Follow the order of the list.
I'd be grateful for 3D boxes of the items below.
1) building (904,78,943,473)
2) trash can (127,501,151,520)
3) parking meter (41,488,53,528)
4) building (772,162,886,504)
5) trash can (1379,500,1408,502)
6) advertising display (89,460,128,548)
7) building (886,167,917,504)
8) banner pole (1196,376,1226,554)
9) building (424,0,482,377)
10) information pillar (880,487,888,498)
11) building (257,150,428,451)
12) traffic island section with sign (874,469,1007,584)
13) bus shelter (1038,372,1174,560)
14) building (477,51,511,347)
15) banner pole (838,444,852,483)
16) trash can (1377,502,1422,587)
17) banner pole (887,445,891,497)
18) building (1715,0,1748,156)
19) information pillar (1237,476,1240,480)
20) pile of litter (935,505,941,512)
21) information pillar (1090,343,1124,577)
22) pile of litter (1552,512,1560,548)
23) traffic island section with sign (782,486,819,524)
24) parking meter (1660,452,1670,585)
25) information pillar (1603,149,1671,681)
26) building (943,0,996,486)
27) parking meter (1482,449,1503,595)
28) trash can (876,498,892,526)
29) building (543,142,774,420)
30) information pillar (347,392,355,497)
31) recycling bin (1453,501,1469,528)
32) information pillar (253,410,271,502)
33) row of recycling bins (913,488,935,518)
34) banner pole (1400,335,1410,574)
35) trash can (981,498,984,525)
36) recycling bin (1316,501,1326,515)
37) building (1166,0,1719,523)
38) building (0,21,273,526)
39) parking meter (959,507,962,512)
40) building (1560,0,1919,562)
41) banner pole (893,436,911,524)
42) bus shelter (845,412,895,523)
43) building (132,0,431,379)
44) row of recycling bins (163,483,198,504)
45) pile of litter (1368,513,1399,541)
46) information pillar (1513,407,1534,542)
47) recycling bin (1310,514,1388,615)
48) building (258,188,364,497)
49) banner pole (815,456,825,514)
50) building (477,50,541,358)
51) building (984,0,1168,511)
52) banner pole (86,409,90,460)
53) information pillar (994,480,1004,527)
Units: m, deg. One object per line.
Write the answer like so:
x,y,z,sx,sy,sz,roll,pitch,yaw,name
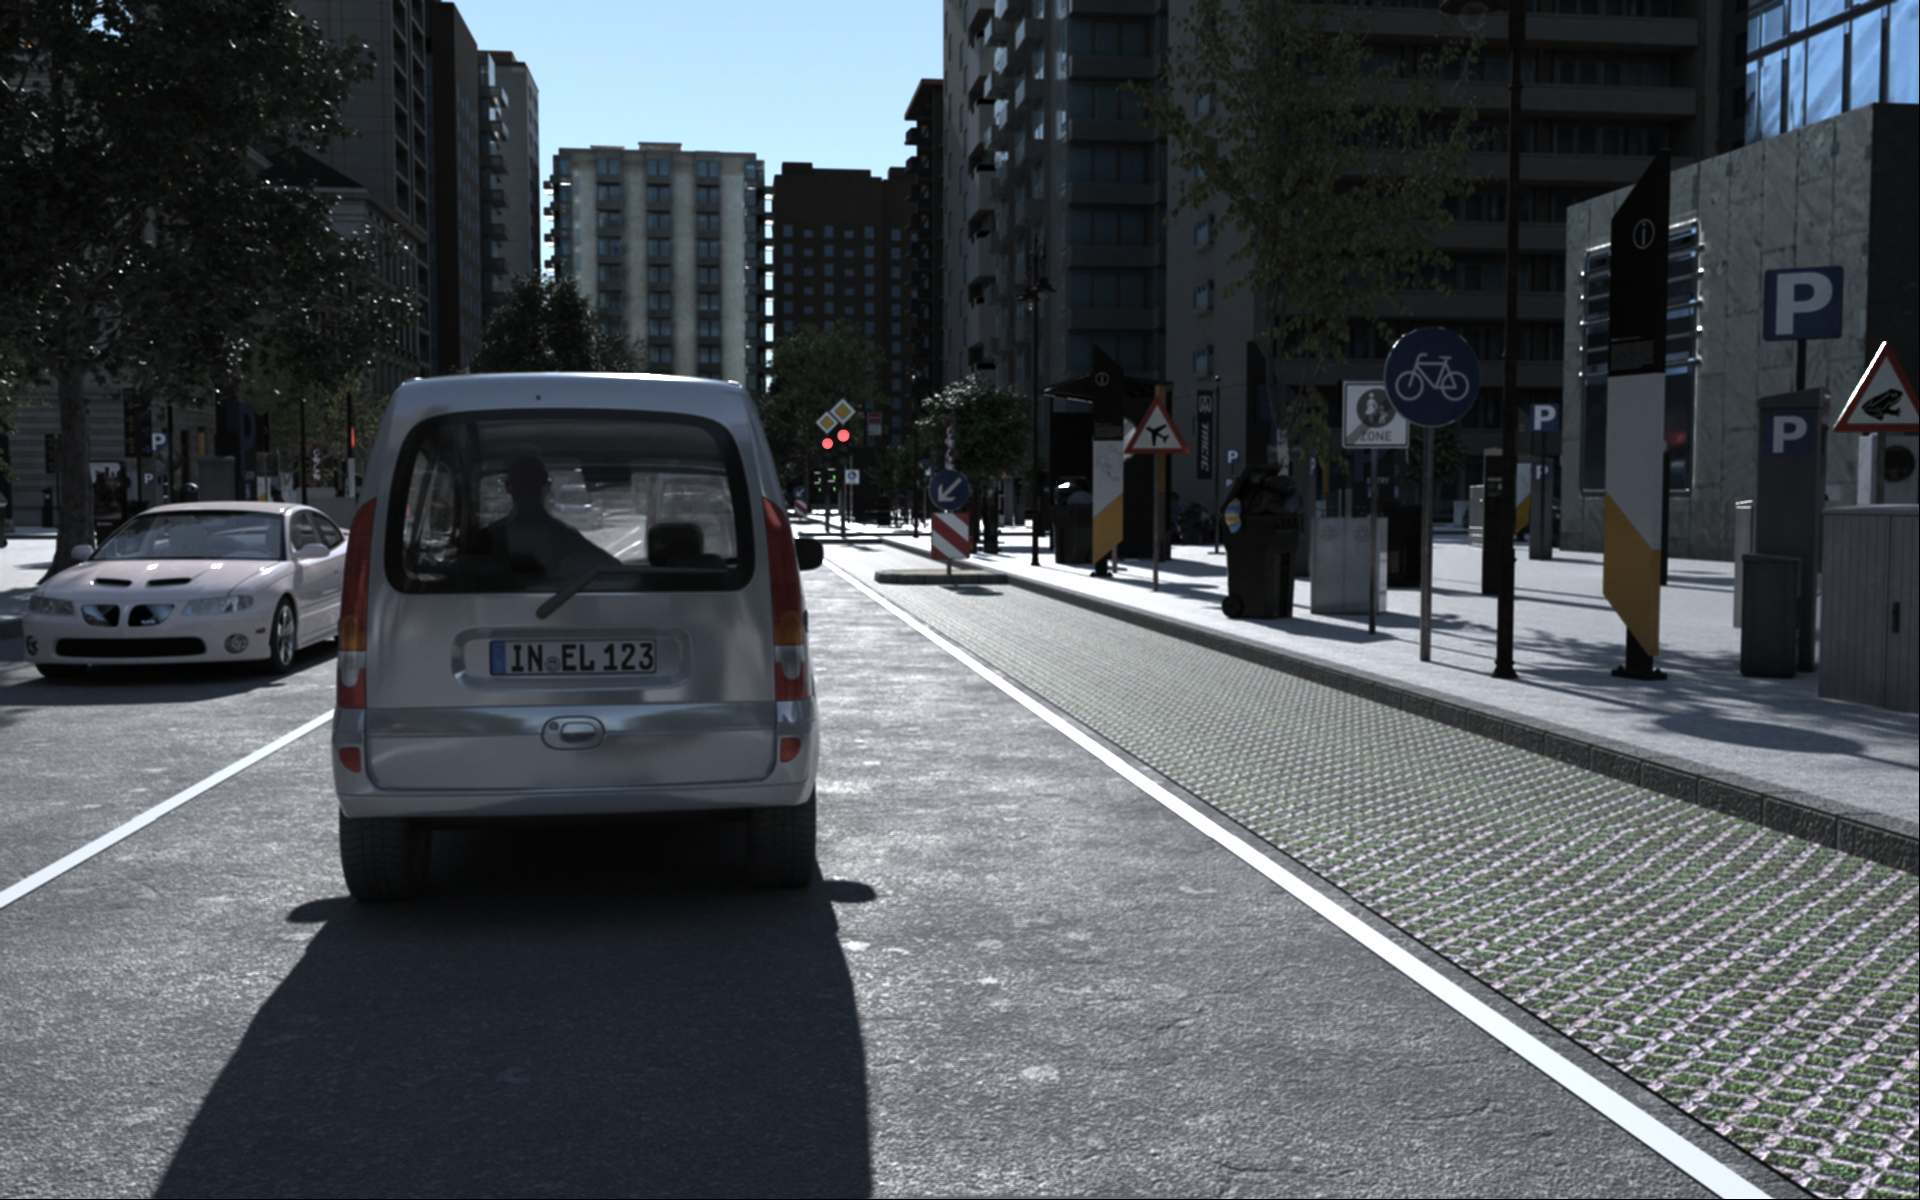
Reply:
5.743,-32.314,182.961,22.147,44.769,28.867,0,4,-8,building
-17.060,-1.470,35.683,0.748,1.137,0.748,0,3,0,trash can
-35.020,-3.549,66.435,0.372,1.533,0.369,0,3,0,parking meter
-18.321,-35.903,237.128,14.200,45.320,14.600,0,4,-8,building
10.891,-1.950,43.541,0.748,1.137,0.748,0,3,0,trash can
-16.330,-1.705,33.087,0.974,1.923,0.123,1,4,19,advertising display
-4.178,-36.117,240.618,14.200,45.320,14.600,0,4,-8,building
5.316,-2.863,36.825,0.863,3.779,0.401,-3,4,-38,banner pole
-51.120,-30.917,155.605,14.600,45.320,14.200,0,4,-8,building
-3.836,-5.053,87.115,0.304,2.012,0.304,2,4,35,information pillar
-43.447,-17.681,117.964,11.050,23.489,19.941,0,4,-8,building
-0.371,-1.200,28.242,1.989,1.847,2.006,0,4,-8,traffic island section with sign
2.946,-2.769,36.550,1.731,3.624,6.357,0,4,-8,bus shelter
-62.032,-34.068,176.622,30.456,49.044,23.786,0,4,-8,building
-5.706,-5.917,86.760,0.863,3.779,0.401,-1,4,-11,banner pole
6.150,-0.754,23.985,0.748,1.137,0.748,0,3,0,trash can
-3.438,-6.066,89.203,0.401,3.779,0.863,3,5,43,banner pole
50.521,-39.728,87.802,20.611,71.187,20.563,0,4,-8,building
11.153,-3.970,69.393,0.304,2.012,0.304,2,4,34,information pillar
-0.745,-4.183,82.355,1.176,0.858,1.719,2,4,34,pile of litter
2.284,-2.172,26.867,0.504,3.616,0.183,0,4,8,information pillar
14.595,-1.691,41.618,1.176,0.858,1.719,0,4,3,pile of litter
-7.854,-4.592,83.712,1.989,1.847,2.006,0,4,-8,traffic island section with sign
9.856,-1.152,24.541,0.255,1.863,0.399,0,4,3,parking meter
4.710,-1.266,12.056,0.183,3.616,0.504,-1,4,-21,information pillar
13.411,-34.581,154.646,28.713,52.752,27.495,0,4,-8,building
6.803,-1.000,22.069,0.255,1.863,0.399,1,4,15,parking meter
-3.101,-3.599,70.501,0.748,1.137,0.748,0,3,0,trash can
-41.060,-37.857,238.564,30.456,49.044,23.786,0,4,-8,building
-14.067,-2.978,40.043,0.183,3.616,0.504,-1,4,-12,information pillar
19.232,-3.269,66.002,0.722,1.027,0.722,2,4,26,recycling bin
-19.574,-3.497,48.533,0.504,3.616,0.183,-2,4,-26,information pillar
-1.965,-5.263,93.162,1.069,1.692,3.534,0,4,6,row of recycling bins
6.959,-2.264,27.037,0.401,3.779,0.863,0,4,7,banner pole
1.198,-3.539,69.514,0.748,1.137,0.748,0,3,0,trash can
13.457,-3.250,65.698,0.722,1.027,0.722,0,4,1,recycling bin
21.586,-28.231,85.279,21.600,48.544,21.300,0,4,-8,building
-39.477,-14.778,77.783,11.583,22.565,21.152,0,4,-8,building
0.105,-3.913,72.388,0.372,1.533,0.369,0,3,0,parking meter
26.734,-43.434,22.815,22.319,86.520,31.000,0,4,-8,building
-2.403,-5.186,74.803,0.401,3.779,0.863,3,5,43,banner pole
-4.548,-6.396,82.199,2.179,5.291,8.768,0,4,-8,bus shelter
-51.374,-42.752,137.252,20.563,71.187,20.611,0,4,-8,building
-29.340,-3.664,67.013,3.534,1.692,1.069,-3,5,-39,row of recycling bins
9.876,-1.603,40.178,1.176,0.858,1.719,3,5,43,pile of litter
15.147,-3.372,46.487,0.183,3.616,0.504,-2,4,-32,information pillar
4.208,-0.377,18.717,0.722,1.027,0.722,1,4,21,recycling bin
-40.961,-14.315,98.677,10.561,19.102,19.286,0,4,-8,building
-9.220,-7.599,114.254,0.863,3.779,0.401,-3,5,-44,banner pole
-70.936,-42.237,232.568,28.212,58.520,21.231,0,4,-8,building
13.693,-30.047,110.879,23.786,49.044,30.456,0,4,-8,building
-22.477,-3.331,44.471,0.401,3.779,0.863,0,4,-6,banner pole
1.516,-3.830,67.110,0.304,2.012,0.304,2,4,34,information pillar
